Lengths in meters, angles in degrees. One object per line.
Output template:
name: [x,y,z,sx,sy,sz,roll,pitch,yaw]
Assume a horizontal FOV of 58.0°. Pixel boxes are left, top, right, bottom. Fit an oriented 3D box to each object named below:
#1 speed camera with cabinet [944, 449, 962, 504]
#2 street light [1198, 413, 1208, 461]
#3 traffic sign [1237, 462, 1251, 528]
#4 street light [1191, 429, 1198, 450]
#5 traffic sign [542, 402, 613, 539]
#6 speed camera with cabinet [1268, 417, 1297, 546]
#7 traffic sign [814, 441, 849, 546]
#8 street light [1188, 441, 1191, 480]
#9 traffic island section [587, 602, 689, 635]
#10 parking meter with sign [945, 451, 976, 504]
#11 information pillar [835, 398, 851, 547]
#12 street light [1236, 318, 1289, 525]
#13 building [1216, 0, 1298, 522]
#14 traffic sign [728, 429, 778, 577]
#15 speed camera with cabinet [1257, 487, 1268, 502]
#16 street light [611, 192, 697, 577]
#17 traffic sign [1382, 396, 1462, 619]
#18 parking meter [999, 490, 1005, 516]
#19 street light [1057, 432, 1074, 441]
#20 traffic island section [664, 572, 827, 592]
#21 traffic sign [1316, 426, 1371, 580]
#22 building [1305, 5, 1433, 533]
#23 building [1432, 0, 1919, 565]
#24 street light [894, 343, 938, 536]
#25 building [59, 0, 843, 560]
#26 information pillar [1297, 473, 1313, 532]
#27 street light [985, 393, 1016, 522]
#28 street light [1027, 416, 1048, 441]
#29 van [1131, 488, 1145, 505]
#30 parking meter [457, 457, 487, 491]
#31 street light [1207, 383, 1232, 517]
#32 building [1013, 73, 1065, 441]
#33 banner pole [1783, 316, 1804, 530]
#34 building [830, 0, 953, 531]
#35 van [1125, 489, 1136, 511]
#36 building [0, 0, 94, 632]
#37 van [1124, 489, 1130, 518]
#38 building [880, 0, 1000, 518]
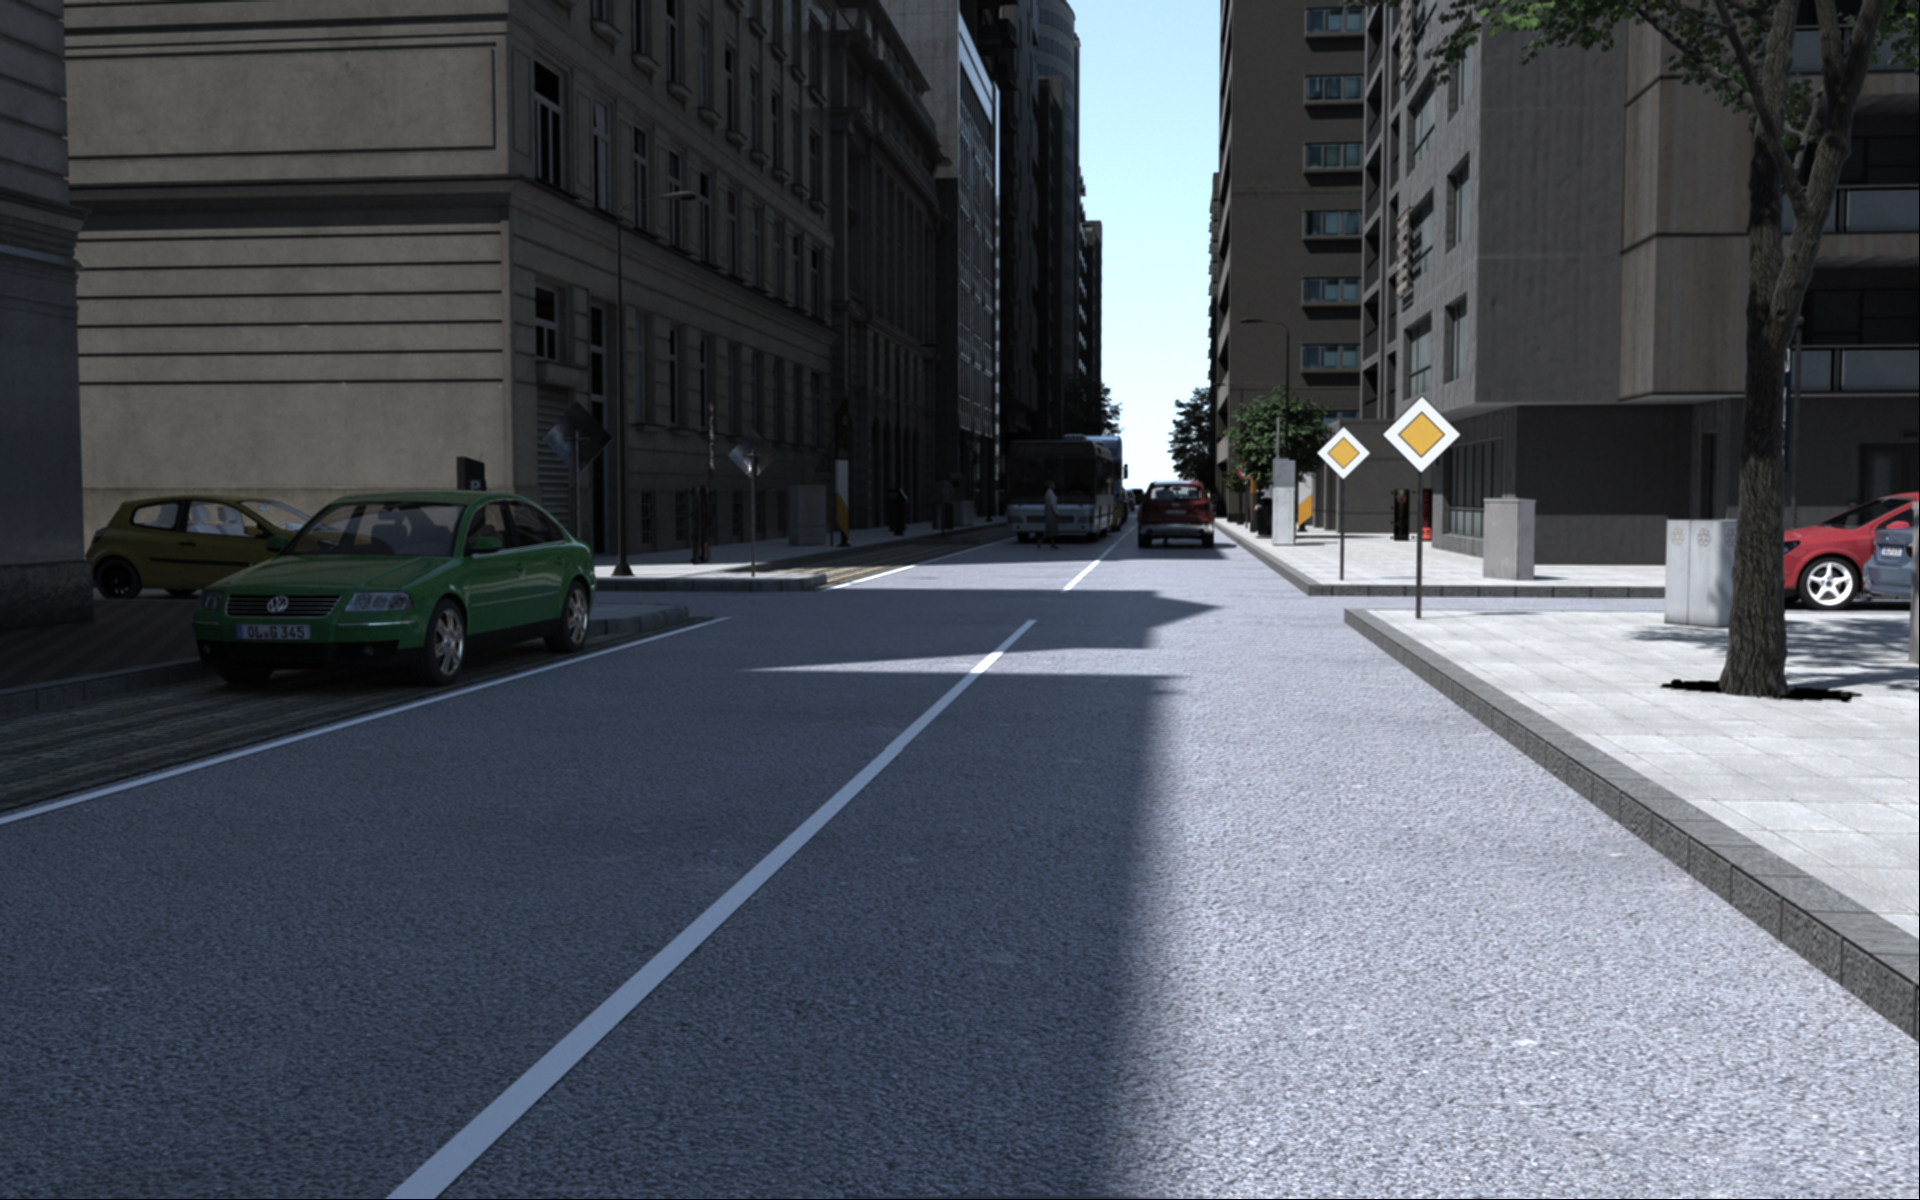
speed camera with cabinet: [-0.336,-5.020,76.415,0.660,3.252,2.038,0,4,-7]
street light: [14.491,-7.735,99.012,1.470,5.913,1.316,0,4,7]
traffic sign: [10.721,-3.951,64.700,0.768,2.556,0.104,1,4,11]
street light: [17.277,-9.183,122.690,1.470,5.913,1.316,0,4,7]
traffic sign: [-4.162,-0.930,18.851,0.795,2.450,0.064,0,4,7]
speed camera with cabinet: [8.235,-3.031,43.885,0.660,3.252,2.038,1,4,11]
traffic sign: [-3.159,-2.608,42.640,0.884,2.594,0.081,1,4,10]
street light: [20.527,-10.809,149.276,1.470,5.913,1.316,0,4,7]
traffic island section: [-4.187,0.206,18.916,2.009,0.180,2.903,0,4,7]
parking meter with sign: [-0.236,-4.529,70.307,1.738,3.016,0.543,-2,4,-27]
information pillar: [-2.859,-3.098,42.005,0.183,3.616,0.504,2,4,27]
street light: [8.100,-4.482,45.828,1.470,5.913,1.316,0,4,7]
building: [24.187,-28.373,87.601,21.300,48.544,21.600,0,4,7]
traffic sign: [-3.203,-1.415,26.779,0.795,2.450,0.064,0,4,7]
speed camera with cabinet: [11.290,-4.225,63.414,0.660,3.252,2.038,-1,4,-8]
street light: [-4.734,-3.320,26.816,1.470,5.913,1.316,0,4,7]
traffic sign: [4.715,-0.863,17.760,0.795,2.450,0.064,0,4,7]
parking meter: [2.453,-5.682,101.308,0.372,1.533,0.369,0,3,0]
street light: [7.866,-9.627,129.936,1.470,5.913,1.316,0,4,7]
traffic island section: [-3.227,-0.279,26.843,2.009,0.180,2.903,0,4,7]
traffic sign: [5.674,-1.348,25.688,0.795,2.450,0.064,0,4,7]
building: [23.051,-37.892,57.785,20.563,71.187,20.611,0,4,7]
building: [16.371,-21.346,32.597,14.086,41.232,14.154,0,4,7]
street light: [-1.366,-4.951,53.495,1.470,5.913,1.316,0,4,7]
building: [-13.163,-12.897,44.154,16.112,22.955,30.059,0,4,7]
information pillar: [11.680,-4.113,58.595,0.504,3.616,0.183,1,4,18]
street light: [1.883,-6.577,80.081,1.470,5.913,1.316,0,4,7]
street light: [4.539,-8.001,103.360,1.470,5.913,1.316,0,4,7]
van: [18.934,-11.175,187.099,2.240,2.365,5.245,0,4,8]
parking meter: [-7.680,-1.318,27.268,0.255,1.863,0.399,3,5,43]
street light: [11.215,-6.109,72.430,1.470,5.913,1.316,0,4,7]
building: [2.543,-29.446,165.039,14.154,41.232,14.086,0,4,7]
banner pole: [11.774,-2.120,24.681,0.401,3.779,0.863,0,4,-5]
building: [-8.364,-14.007,70.810,13.314,21.916,24.055,0,4,7]
van: [14.116,-8.655,148.526,2.013,2.044,4.112,0,4,7]
building: [-18.193,-10.042,13.338,18.267,20.994,9.793,0,4,7]
van: [9.289,-5.968,104.590,2.013,2.044,4.112,0,4,7]
building: [-4.856,-16.790,92.542,12.078,24.808,19.932,0,4,7]
